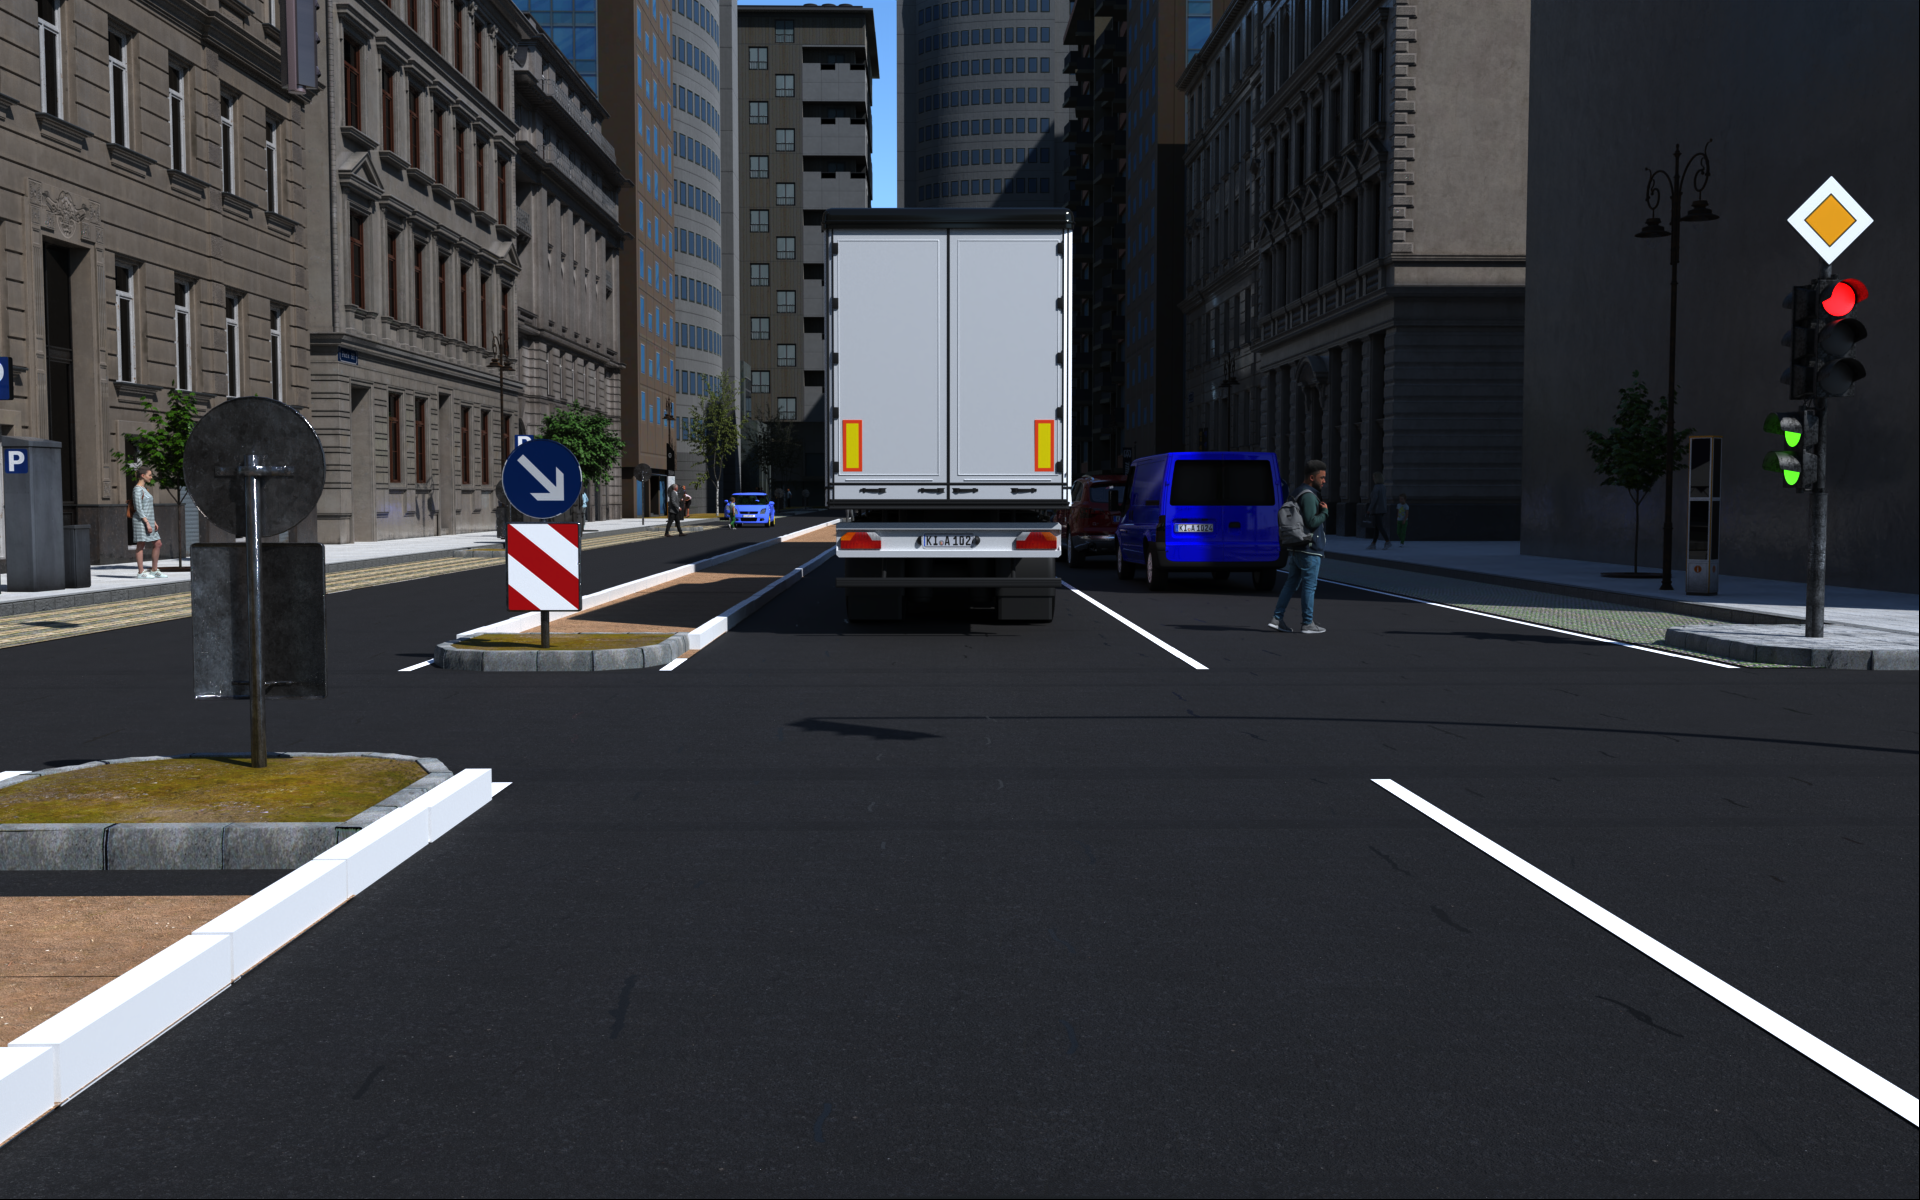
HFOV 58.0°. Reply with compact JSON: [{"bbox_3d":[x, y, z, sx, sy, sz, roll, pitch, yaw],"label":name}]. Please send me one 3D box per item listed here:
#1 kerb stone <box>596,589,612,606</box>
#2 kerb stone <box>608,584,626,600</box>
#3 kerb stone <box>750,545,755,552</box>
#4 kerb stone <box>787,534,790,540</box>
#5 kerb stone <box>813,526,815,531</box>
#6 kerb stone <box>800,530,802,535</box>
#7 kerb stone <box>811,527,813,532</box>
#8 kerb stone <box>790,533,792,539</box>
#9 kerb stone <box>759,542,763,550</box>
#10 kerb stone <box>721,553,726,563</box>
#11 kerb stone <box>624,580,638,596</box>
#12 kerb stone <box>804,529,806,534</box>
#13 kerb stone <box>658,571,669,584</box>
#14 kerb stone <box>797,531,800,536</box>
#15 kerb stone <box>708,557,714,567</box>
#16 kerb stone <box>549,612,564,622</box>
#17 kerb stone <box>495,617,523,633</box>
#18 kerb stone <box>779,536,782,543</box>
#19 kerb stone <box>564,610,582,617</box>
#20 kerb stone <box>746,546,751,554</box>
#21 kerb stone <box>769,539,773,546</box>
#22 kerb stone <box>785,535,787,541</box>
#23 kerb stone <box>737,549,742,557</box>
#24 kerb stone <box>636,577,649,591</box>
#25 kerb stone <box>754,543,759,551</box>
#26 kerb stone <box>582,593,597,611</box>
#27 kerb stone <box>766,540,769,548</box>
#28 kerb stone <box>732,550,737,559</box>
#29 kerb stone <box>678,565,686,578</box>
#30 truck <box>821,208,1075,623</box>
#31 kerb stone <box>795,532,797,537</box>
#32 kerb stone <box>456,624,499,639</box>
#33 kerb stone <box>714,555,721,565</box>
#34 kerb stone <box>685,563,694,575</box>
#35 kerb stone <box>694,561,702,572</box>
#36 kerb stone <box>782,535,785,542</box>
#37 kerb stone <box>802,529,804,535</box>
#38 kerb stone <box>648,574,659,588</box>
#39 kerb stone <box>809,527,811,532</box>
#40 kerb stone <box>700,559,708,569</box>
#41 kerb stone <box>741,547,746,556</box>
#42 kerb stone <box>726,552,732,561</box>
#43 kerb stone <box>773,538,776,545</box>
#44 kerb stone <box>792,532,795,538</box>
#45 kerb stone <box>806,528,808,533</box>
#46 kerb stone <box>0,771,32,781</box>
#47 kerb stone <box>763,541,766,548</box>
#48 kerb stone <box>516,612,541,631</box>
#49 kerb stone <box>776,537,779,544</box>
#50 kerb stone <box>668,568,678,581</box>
[{"bbox_3d":[-4.696,-0.010,22.458,0.120,0.150,1.000,0,4,-1],"label":"kerb stone"},{"bbox_3d":[-4.713,-0.079,23.480,0.120,0.150,1.000,0,4,-1],"label":"kerb stone"},{"bbox_3d":[-5.146,-1.203,41.940,0.120,0.150,1.000,0,4,-1],"label":"kerb stone"},{"bbox_3d":[-5.390,-1.889,53.230,0.120,0.150,1.000,0,4,-1],"label":"kerb stone"},{"bbox_3d":[-5.685,-2.650,65.545,0.120,0.150,1.000,0,4,-1],"label":"kerb stone"},{"bbox_3d":[-5.518,-2.211,58.350,0.120,0.150,1.000,0,4,-1],"label":"kerb stone"},{"bbox_3d":[-5.658,-2.589,64.519,0.120,0.150,1.000,0,4,-1],"label":"kerb stone"},{"bbox_3d":[-5.427,-1.961,54.254,0.120,0.150,1.000,0,4,-1],"label":"kerb stone"},{"bbox_3d":[-5.181,-1.328,43.991,0.120,0.150,1.000,0,4,-1],"label":"kerb stone"},{"bbox_3d":[-5.001,-0.831,35.786,0.120,0.150,1.000,0,4,-1],"label":"kerb stone"},{"bbox_3d":[-4.742,-0.142,24.515,0.120,0.150,1.000,0,4,-1],"label":"kerb stone"},{"bbox_3d":[-5.564,-2.334,60.396,0.120,0.150,1.000,0,4,-1],"label":"kerb stone"},{"bbox_3d":[-4.811,-0.330,27.585,0.120,0.150,1.000,0,4,-1],"label":"kerb stone"},{"bbox_3d":[-5.486,-2.149,57.328,0.120,0.150,1.000,0,4,-1],"label":"kerb stone"},{"bbox_3d":[-4.959,-0.706,33.735,0.120,0.150,1.000,0,4,-1],"label":"kerb stone"},{"bbox_3d":[-4.627,0.172,19.392,0.120,0.150,1.000,0,4,-1],"label":"kerb stone"},{"bbox_3d":[-4.573,0.303,17.339,0.120,0.150,1.000,0,4,-1],"label":"kerb stone"},{"bbox_3d":[-5.326,-1.709,50.132,0.120,0.150,1.000,0,4,-1],"label":"kerb stone"},{"bbox_3d":[-4.646,0.113,20.414,0.120,0.150,1.000,0,4,-1],"label":"kerb stone"},{"bbox_3d":[-5.113,-1.145,40.918,0.120,0.150,1.000,0,4,-1],"label":"kerb stone"},{"bbox_3d":[-5.250,-1.516,47.060,0.120,0.150,1.000,0,4,-1],"label":"kerb stone"},{"bbox_3d":[-5.376,-1.835,52.204,0.120,0.150,1.000,0,4,-1],"label":"kerb stone"},{"bbox_3d":[-5.065,-1.014,38.866,0.120,0.150,1.000,0,4,-1],"label":"kerb stone"},{"bbox_3d":[-4.766,-0.204,25.537,0.120,0.150,1.000,0,4,-1],"label":"kerb stone"},{"bbox_3d":[-5.166,-1.270,42.962,0.120,0.150,1.000,0,4,-1],"label":"kerb stone"},{"bbox_3d":[-4.673,0.046,21.436,0.120,0.150,1.000,0,4,-1],"label":"kerb stone"},{"bbox_3d":[-5.238,-1.455,46.034,0.120,0.150,1.000,0,4,-1],"label":"kerb stone"},{"bbox_3d":[-5.040,-0.957,37.838,0.120,0.150,1.000,0,4,-1],"label":"kerb stone"},{"bbox_3d":[-4.858,-0.452,29.638,0.120,0.150,1.000,0,4,-1],"label":"kerb stone"},{"bbox_3d":[-0.087,-2.060,22.597,2.839,4.237,11.283,0,4,0],"label":"truck"},{"bbox_3d":[-5.463,-2.086,56.306,0.120,0.150,1.000,0,4,-1],"label":"kerb stone"},{"bbox_3d":[-4.545,0.360,16.306,0.120,0.150,1.000,0,4,-1],"label":"kerb stone"},{"bbox_3d":[-4.967,-0.761,34.757,0.120,0.150,1.000,0,4,-1],"label":"kerb stone"},{"bbox_3d":[-4.882,-0.518,30.661,0.120,0.150,1.000,0,4,-1],"label":"kerb stone"},{"bbox_3d":[-4.896,-0.580,31.685,0.120,0.150,1.000,0,4,-1],"label":"kerb stone"},{"bbox_3d":[-5.355,-1.769,51.165,0.120,0.150,1.000,0,4,-1],"label":"kerb stone"},{"bbox_3d":[-5.539,-2.274,59.372,0.120,0.150,1.000,0,4,-1],"label":"kerb stone"},{"bbox_3d":[-4.786,-0.267,26.562,0.120,0.150,1.000,0,4,-1],"label":"kerb stone"},{"bbox_3d":[-5.632,-2.525,63.487,0.120,0.150,1.000,0,4,-1],"label":"kerb stone"},{"bbox_3d":[-4.930,-0.643,32.708,0.120,0.150,1.000,0,4,-1],"label":"kerb stone"},{"bbox_3d":[-5.092,-1.083,39.896,0.120,0.150,1.000,0,4,-1],"label":"kerb stone"},{"bbox_3d":[-5.013,-0.892,36.817,0.120,0.150,1.000,0,4,-1],"label":"kerb stone"},{"bbox_3d":[-5.289,-1.583,48.081,0.120,0.150,1.000,0,4,-1],"label":"kerb stone"},{"bbox_3d":[-5.443,-2.013,55.277,0.120,0.150,1.000,0,4,-1],"label":"kerb stone"},{"bbox_3d":[-5.590,-2.398,61.430,0.120,0.150,1.000,0,4,-1],"label":"kerb stone"},{"bbox_3d":[-4.345,0.897,7.522,0.120,0.150,1.000,0,4,-1],"label":"kerb stone"},{"bbox_3d":[-5.204,-1.396,45.013,0.120,0.150,1.000,0,4,-1],"label":"kerb stone"},{"bbox_3d":[-4.601,0.234,18.370,0.120,0.150,1.000,0,4,-1],"label":"kerb stone"},{"bbox_3d":[-5.307,-1.646,49.103,0.120,0.150,1.000,0,4,-1],"label":"kerb stone"},{"bbox_3d":[-4.830,-0.392,28.613,0.120,0.150,1.000,0,4,-1],"label":"kerb stone"}]
